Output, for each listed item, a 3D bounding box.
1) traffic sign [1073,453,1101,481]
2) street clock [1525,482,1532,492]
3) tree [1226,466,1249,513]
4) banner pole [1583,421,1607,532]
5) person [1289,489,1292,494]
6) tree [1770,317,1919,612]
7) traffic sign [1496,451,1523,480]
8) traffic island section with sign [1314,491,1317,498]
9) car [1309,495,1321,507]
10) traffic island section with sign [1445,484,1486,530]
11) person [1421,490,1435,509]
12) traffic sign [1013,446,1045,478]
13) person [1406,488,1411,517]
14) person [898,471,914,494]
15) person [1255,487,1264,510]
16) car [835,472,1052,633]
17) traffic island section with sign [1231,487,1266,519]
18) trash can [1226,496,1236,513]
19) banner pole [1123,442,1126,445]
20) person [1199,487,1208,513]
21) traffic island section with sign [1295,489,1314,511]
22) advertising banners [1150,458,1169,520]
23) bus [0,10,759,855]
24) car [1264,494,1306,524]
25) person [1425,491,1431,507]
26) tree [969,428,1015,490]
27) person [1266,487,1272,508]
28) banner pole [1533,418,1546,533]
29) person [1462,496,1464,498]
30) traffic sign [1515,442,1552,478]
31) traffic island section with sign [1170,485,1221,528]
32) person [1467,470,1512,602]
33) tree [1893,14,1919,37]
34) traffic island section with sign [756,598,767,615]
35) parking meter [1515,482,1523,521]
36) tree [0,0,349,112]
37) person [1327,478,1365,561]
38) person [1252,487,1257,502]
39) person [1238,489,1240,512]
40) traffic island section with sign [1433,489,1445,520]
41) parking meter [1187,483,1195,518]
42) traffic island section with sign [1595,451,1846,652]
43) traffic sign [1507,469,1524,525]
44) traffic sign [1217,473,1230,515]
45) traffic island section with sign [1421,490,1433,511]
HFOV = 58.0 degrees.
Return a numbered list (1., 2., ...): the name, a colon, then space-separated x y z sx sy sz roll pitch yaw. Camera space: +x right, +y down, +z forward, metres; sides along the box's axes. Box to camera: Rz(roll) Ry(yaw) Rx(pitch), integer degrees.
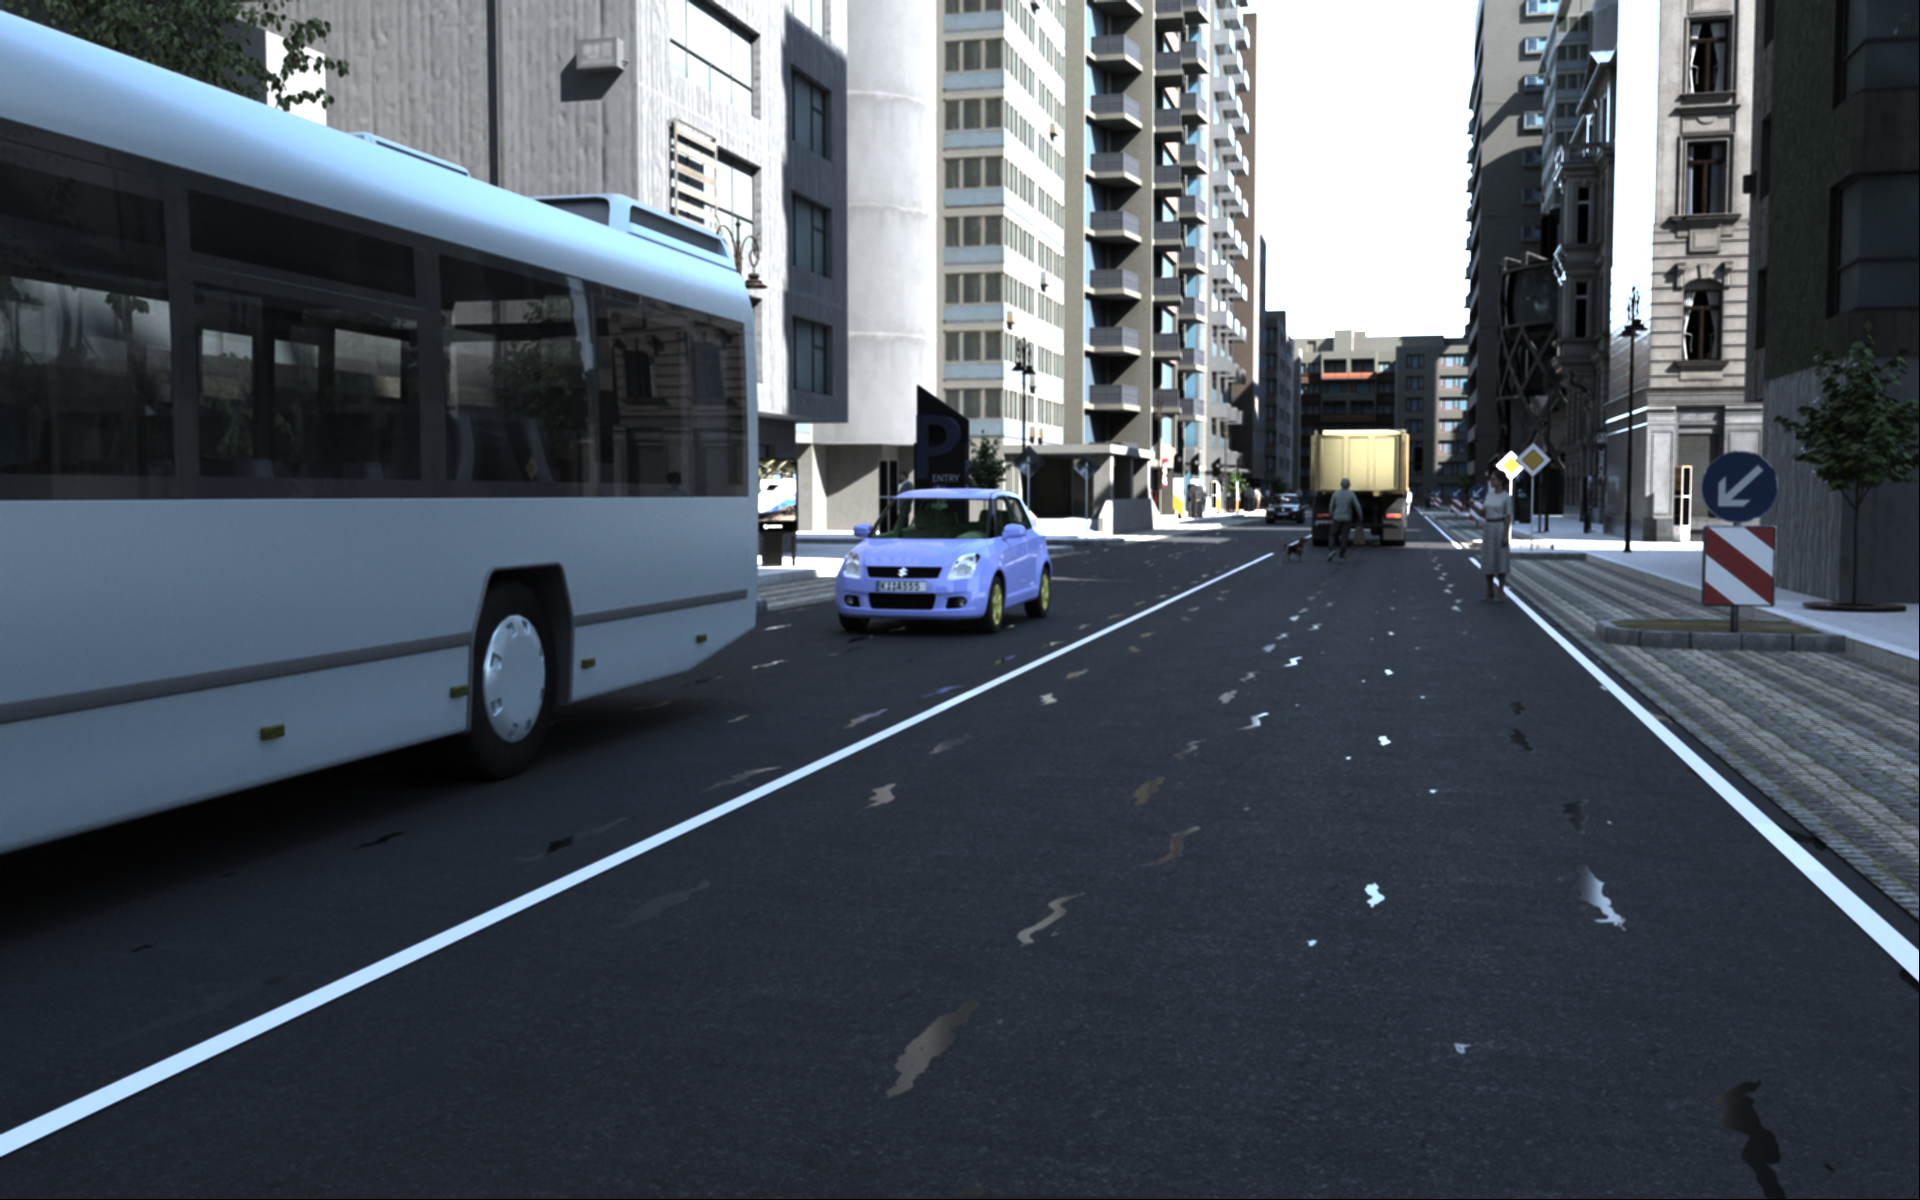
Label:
1. traffic sign: 3.604 -2.893 49.492 0.795 2.593 0.064 1 4 14
2. street clock: 32.853 -5.834 99.952 0.471 2.002 0.358 0 4 1
3. tree: 18.815 -7.603 118.916 1.663 3.219 1.824 0 3 0
4. banner pole: 21.649 -4.211 58.862 0.401 3.779 0.863 -3 4 -37
5. person: 26.948 -8.136 141.533 0.705 1.823 1.348 2 4 35
6. tree: 9.933 -1.497 19.071 1.663 3.219 1.824 0 3 0
7. traffic sign: 14.837 -2.718 46.625 0.795 2.593 0.064 1 4 14
8. traffic island section with sign: 35.844 -10.180 175.075 1.989 1.847 2.006 1 4 14
9. car: 38.610 -10.651 186.729 1.945 1.354 3.894 1 4 13
10. traffic island section with sign: 20.934 -3.787 70.544 1.989 1.847 2.006 1 4 14
11. person: 42.279 -9.034 156.287 1.350 1.814 0.705 0 4 -3
12. traffic sign: 1.636 -2.420 41.752 0.795 2.593 0.064 1 4 14
13. person: 28.291 -6.188 109.548 0.514 1.842 0.818 1 4 17
14. person: -1.285 -2.042 39.607 0.473 1.802 0.592 0 4 -2
15. person: 23.730 -8.045 137.584 0.705 1.824 1.348 3 5 39
16. car: -0.125 -0.583 19.118 1.945 1.707 3.694 1 4 15
17. traffic island section with sign: 16.754 -5.591 100.033 1.989 1.847 2.006 1 4 14
18. trash can: 17.974 -6.312 114.849 0.748 1.137 0.748 0 3 0
19. banner pole: 8.102 -5.745 83.940 0.863 3.779 0.401 -3 5 -43
20. person: 16.457 -6.769 117.136 0.576 1.772 0.534 0 4 2
21. traffic island section with sign: 29.131 -8.566 148.676 1.989 1.847 2.006 1 4 14
22. advertising banners: 9.464 -5.369 83.973 2.074 3.025 0.090 -3 5 -44
23. bus: -4.127 -0.672 5.844 2.948 3.499 13.247 1 4 13
24. car: 15.942 -4.587 84.785 2.009 1.686 4.222 1 4 14
25. person: 47.657 -10.229 176.467 1.217 1.736 0.721 0 4 5
26. tree: 0.705 -3.473 51.381 1.663 3.219 1.824 0 3 0
27. person: 25.559 -8.387 143.032 0.599 1.838 0.709 3 5 44
28. banner pole: 19.117 -4.095 56.975 0.401 3.779 0.863 1 4 15
29. person: 43.610 -8.882 151.354 0.705 1.814 1.350 -1 4 -11
30. traffic sign: 12.869 -2.244 38.885 0.795 2.593 0.064 1 4 14
31. traffic island section with sign: 10.044 -3.975 73.615 1.989 1.847 2.006 1 4 14
32. person: 7.065 -0.855 23.056 0.524 1.755 0.480 -3 4 -38
33. tree: 8.811 -3.764 11.897 4.360 8.622 3.978 0 3 0
34. traffic island section with sign: -3.405 -0.739 20.713 1.989 1.847 2.006 1 4 14
35. parking meter: 26.862 -4.743 83.265 0.399 1.863 0.255 0 4 3
36. tree: -7.284 -3.962 15.141 4.737 8.622 4.395 0 3 0
37. person: 8.270 -1.715 37.023 0.782 1.767 0.515 1 4 15
38. person: 24.143 -8.259 140.945 0.709 1.838 0.599 2 4 27
39. person: 19.419 -7.041 121.066 0.836 1.842 0.656 -3 4 -37
40. traffic island section with sign: 27.728 -5.418 97.209 1.989 1.847 2.006 1 4 14
41. parking meter: 12.422 -5.343 93.066 0.399 1.863 0.255 -3 5 -41
42. traffic island section with sign: 7.251 -0.495 16.718 1.989 1.847 2.006 1 4 14
43. traffic sign: 23.141 -4.417 72.325 0.768 2.556 0.104 1 4 20
44. traffic sign: 15.907 -6.399 104.732 0.768 2.556 0.104 2 4 24
45. traffic island section with sign: 39.959 -8.361 145.326 1.989 1.847 2.006 1 4 14
